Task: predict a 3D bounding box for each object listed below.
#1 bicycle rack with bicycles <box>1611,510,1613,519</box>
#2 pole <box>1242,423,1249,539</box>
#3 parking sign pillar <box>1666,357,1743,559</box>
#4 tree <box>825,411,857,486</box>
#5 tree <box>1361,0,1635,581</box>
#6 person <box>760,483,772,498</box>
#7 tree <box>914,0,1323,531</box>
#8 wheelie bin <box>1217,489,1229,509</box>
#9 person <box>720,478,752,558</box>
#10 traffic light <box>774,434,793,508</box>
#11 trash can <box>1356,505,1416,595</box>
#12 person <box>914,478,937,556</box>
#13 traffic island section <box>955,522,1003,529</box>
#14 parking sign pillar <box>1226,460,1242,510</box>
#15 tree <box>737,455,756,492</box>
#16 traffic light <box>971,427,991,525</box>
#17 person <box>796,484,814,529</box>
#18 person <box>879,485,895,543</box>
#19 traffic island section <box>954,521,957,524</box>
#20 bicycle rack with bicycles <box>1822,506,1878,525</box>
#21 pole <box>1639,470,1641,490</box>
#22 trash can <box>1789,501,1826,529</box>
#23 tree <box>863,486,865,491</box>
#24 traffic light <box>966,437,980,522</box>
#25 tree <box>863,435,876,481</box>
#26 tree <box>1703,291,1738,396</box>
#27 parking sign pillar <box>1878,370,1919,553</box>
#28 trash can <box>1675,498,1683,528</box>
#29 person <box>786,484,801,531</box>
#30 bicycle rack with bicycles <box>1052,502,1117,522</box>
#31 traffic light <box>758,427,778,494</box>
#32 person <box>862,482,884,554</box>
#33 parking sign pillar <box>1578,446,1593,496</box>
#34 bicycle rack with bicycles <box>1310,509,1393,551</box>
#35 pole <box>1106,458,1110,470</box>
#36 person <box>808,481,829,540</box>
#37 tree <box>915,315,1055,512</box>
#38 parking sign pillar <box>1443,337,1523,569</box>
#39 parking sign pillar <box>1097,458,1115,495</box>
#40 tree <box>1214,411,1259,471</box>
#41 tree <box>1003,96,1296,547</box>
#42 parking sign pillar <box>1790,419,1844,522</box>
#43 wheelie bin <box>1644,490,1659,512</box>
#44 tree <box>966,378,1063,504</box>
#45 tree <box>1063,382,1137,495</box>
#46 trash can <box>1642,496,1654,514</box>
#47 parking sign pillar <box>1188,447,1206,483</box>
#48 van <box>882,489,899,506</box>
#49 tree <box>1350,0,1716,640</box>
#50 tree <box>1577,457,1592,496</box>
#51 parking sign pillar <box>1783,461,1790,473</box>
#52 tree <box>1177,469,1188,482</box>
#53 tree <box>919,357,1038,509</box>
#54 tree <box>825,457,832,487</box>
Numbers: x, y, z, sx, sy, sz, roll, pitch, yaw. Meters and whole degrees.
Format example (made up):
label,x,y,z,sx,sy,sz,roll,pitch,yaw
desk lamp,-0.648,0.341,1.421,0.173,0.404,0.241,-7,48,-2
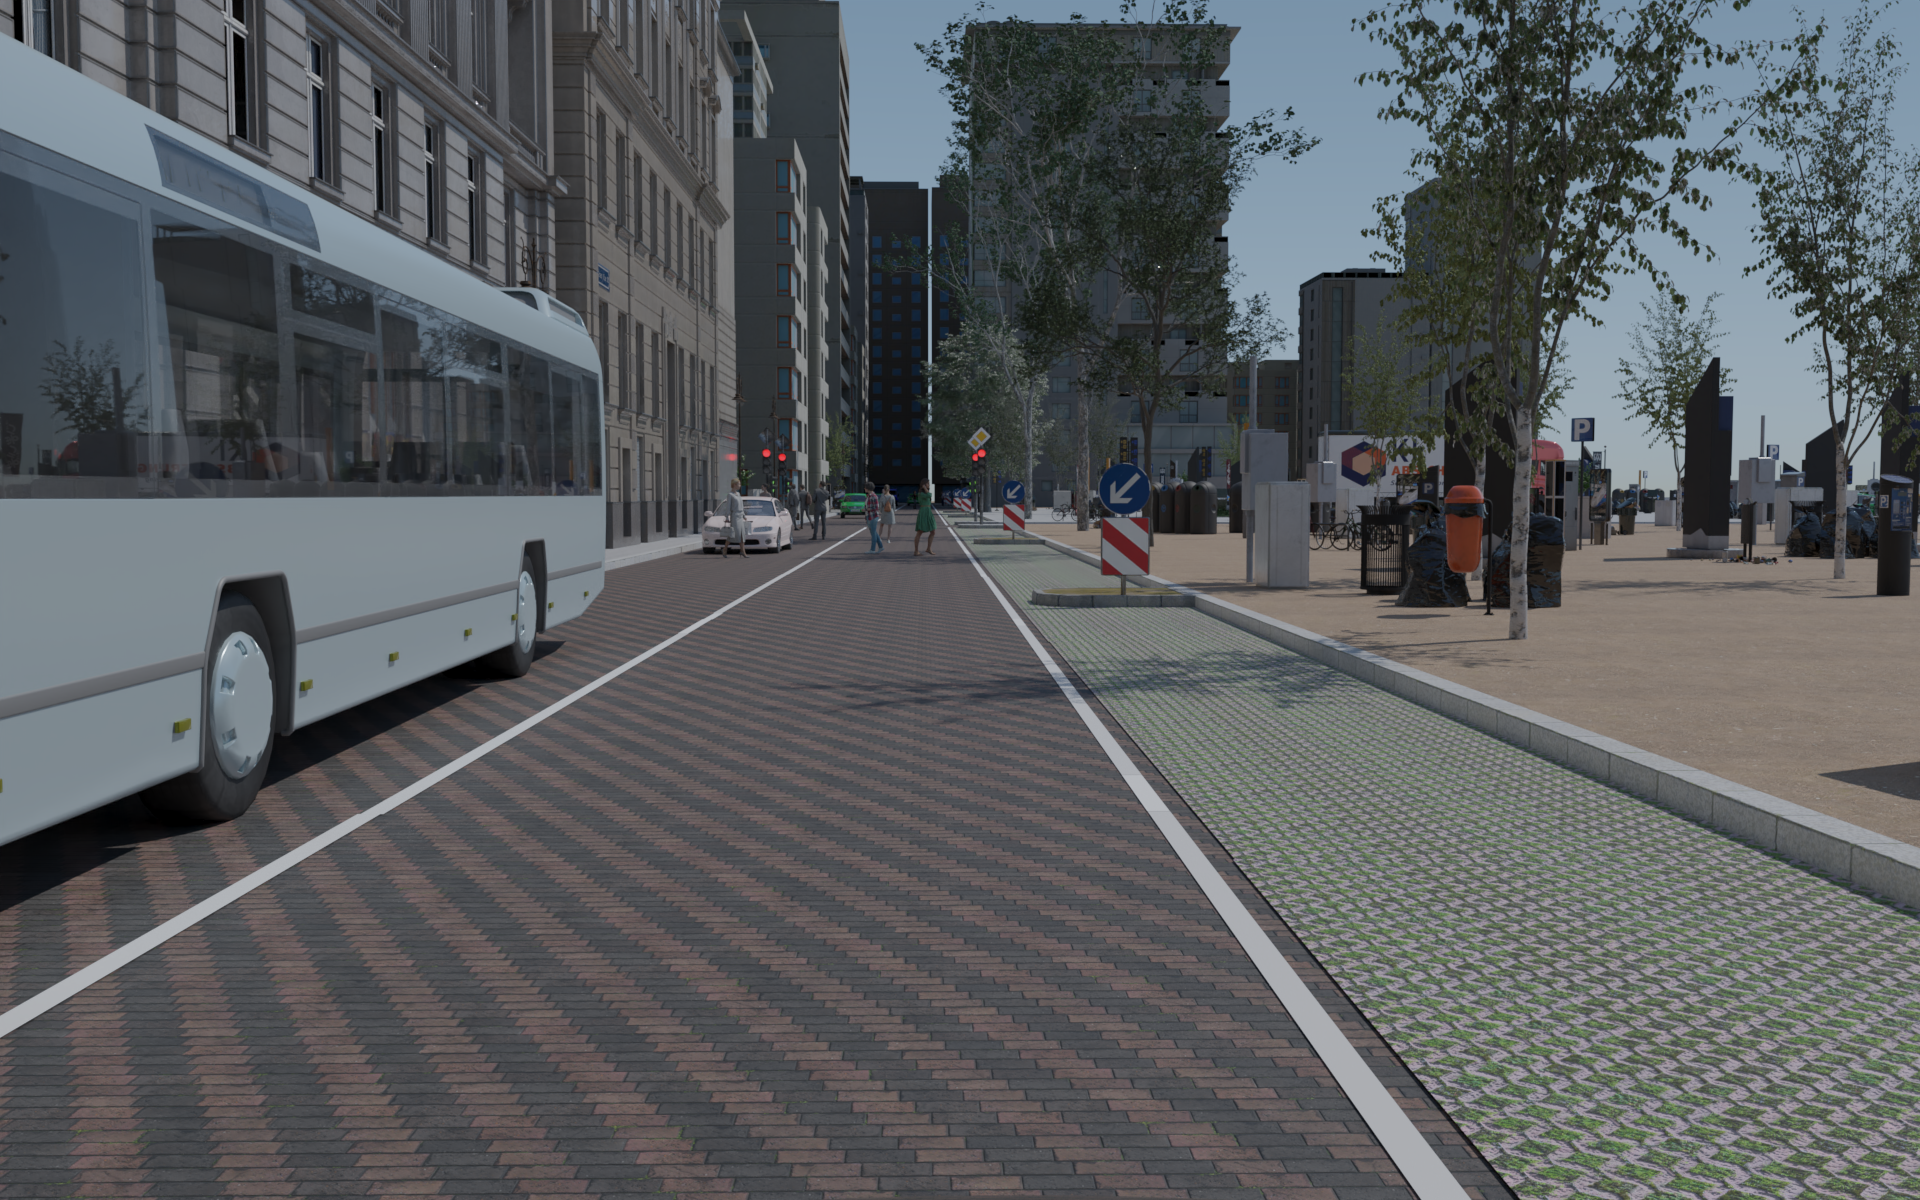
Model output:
label,x,y,z,sx,sy,sz,roll,pitch,yaw
bicycle rack with bicycles,30.111,-4.280,83.364,2.852,0.926,2.925,-3,5,-40
pole,8.239,-3.428,49.892,0.158,3.312,0.155,0,3,0
parking sign pillar,15.013,-2.833,34.785,1.447,3.967,1.447,0,4,1
tree,-10.926,-12.392,152.969,4.737,8.622,4.395,0,3,0
tree,7.811,-4.605,25.652,4.737,8.622,4.395,0,3,0
person,-6.512,-2.956,57.169,0.599,1.781,0.374,1,4,22
tree,5.170,-12.387,58.416,12.611,20.169,13.585,0,3,0
wheelie bin,14.755,-5.521,98.180,0.980,1.594,0.693,0,4,0
person,-5.054,-1.839,38.915,0.624,1.780,0.694,3,4,38
traffic light,-8.196,-5.589,80.306,0.839,4.253,0.868,0,4,-1
trash can,5.446,-0.644,22.189,0.748,1.137,0.748,0,3,0
person,-0.819,-1.929,40.290,0.529,1.795,0.600,1,4,15
traffic island section,0.919,-3.080,72.637,2.009,0.180,2.903,0,4,-1
parking sign pillar,20.047,-8.396,125.743,1.447,3.967,1.447,1,4,22
tree,-9.785,-4.831,73.588,1.663,3.219,1.824,0,3,0
traffic light,0.879,-5.113,72.522,0.839,4.253,0.868,0,4,-1
person,-6.354,-3.804,70.656,0.622,1.834,0.822,-3,4,-38
person,-2.140,-2.518,50.680,0.512,1.701,0.522,-1,4,-14
traffic island section,0.753,-3.568,80.620,2.009,0.180,2.903,0,4,-1
bicycle rack with bicycles,26.953,-2.386,52.392,2.925,0.926,2.852,-1,4,-13
pole,57.748,-9.377,147.156,0.158,3.312,0.155,0,3,0
trash can,18.367,-1.586,37.584,0.748,1.137,0.748,0,3,0
tree,-12.381,-13.094,208.682,1.663,3.219,1.824,0,3,0
traffic light,0.713,-5.602,80.506,0.839,4.253,0.868,0,4,-1
tree,-12.513,-16.215,215.479,4.360,8.622,3.978,0,3,0
tree,24.847,-6.696,59.847,4.737,8.622,4.395,0,3,0
parking sign pillar,20.872,-3.058,38.464,1.447,3.967,1.447,1,4,11
trash can,27.783,-3.350,66.430,0.748,1.137,0.748,0,3,0
person,-6.508,-3.614,67.684,0.679,1.850,0.850,3,5,43
bicycle rack with bicycles,6.140,-4.182,81.761,2.925,0.926,2.852,2,4,33
traffic light,-8.030,-5.101,72.322,0.839,4.253,0.868,0,4,-1
person,-2.083,-1.977,41.655,0.643,1.720,0.563,-1,4,-18
parking sign pillar,34.919,-6.607,96.489,1.447,3.967,1.447,0,4,-6
bicycle rack with bicycles,9.018,-1.618,39.841,2.852,0.926,2.925,-2,4,-28
pole,8.407,-6.389,98.302,0.158,3.312,0.155,0,3,0
person,-4.431,-2.808,54.222,0.655,1.846,0.447,-2,4,-32
tree,1.816,-13.201,122.498,9.857,13.997,8.962,0,3,0
parking sign pillar,9.140,-2.553,30.218,1.447,3.967,1.447,3,5,40
parking sign pillar,10.701,-8.476,127.056,1.447,3.967,1.447,0,4,-7
tree,24.659,-12.377,152.725,4.737,8.622,4.395,0,3,0
tree,4.307,-6.564,41.732,7.601,10.594,8.767,-3,4,-36
parking sign pillar,31.164,-4.535,62.620,1.447,3.967,1.447,0,4,2
wheelie bin,48.386,-6.926,121.148,0.980,1.594,0.693,1,4,20
tree,3.447,-9.777,110.213,4.360,8.622,3.978,0,3,0
tree,9.164,-9.835,111.160,4.360,8.622,3.978,0,3,0
trash can,45.247,-6.253,113.886,0.748,1.137,0.748,0,3,0
parking sign pillar,13.497,-6.781,99.335,1.447,3.967,1.447,-1,4,-16
van,-8.279,-12.255,204.755,2.240,2.365,5.245,0,4,-1
tree,5.167,-3.963,15.162,4.360,8.622,3.978,0,3,0
tree,32.395,-5.884,90.798,1.663,3.219,1.824,0,3,0
parking sign pillar,67.573,-9.322,140.893,1.447,3.967,1.447,3,4,39
tree,17.590,-8.595,135.129,1.663,3.219,1.824,0,3,0
tree,1.603,-14.691,150.563,12.009,13.543,11.850,0,3,0
tree,-10.645,-8.430,121.550,4.285,4.588,4.351,0,3,0
